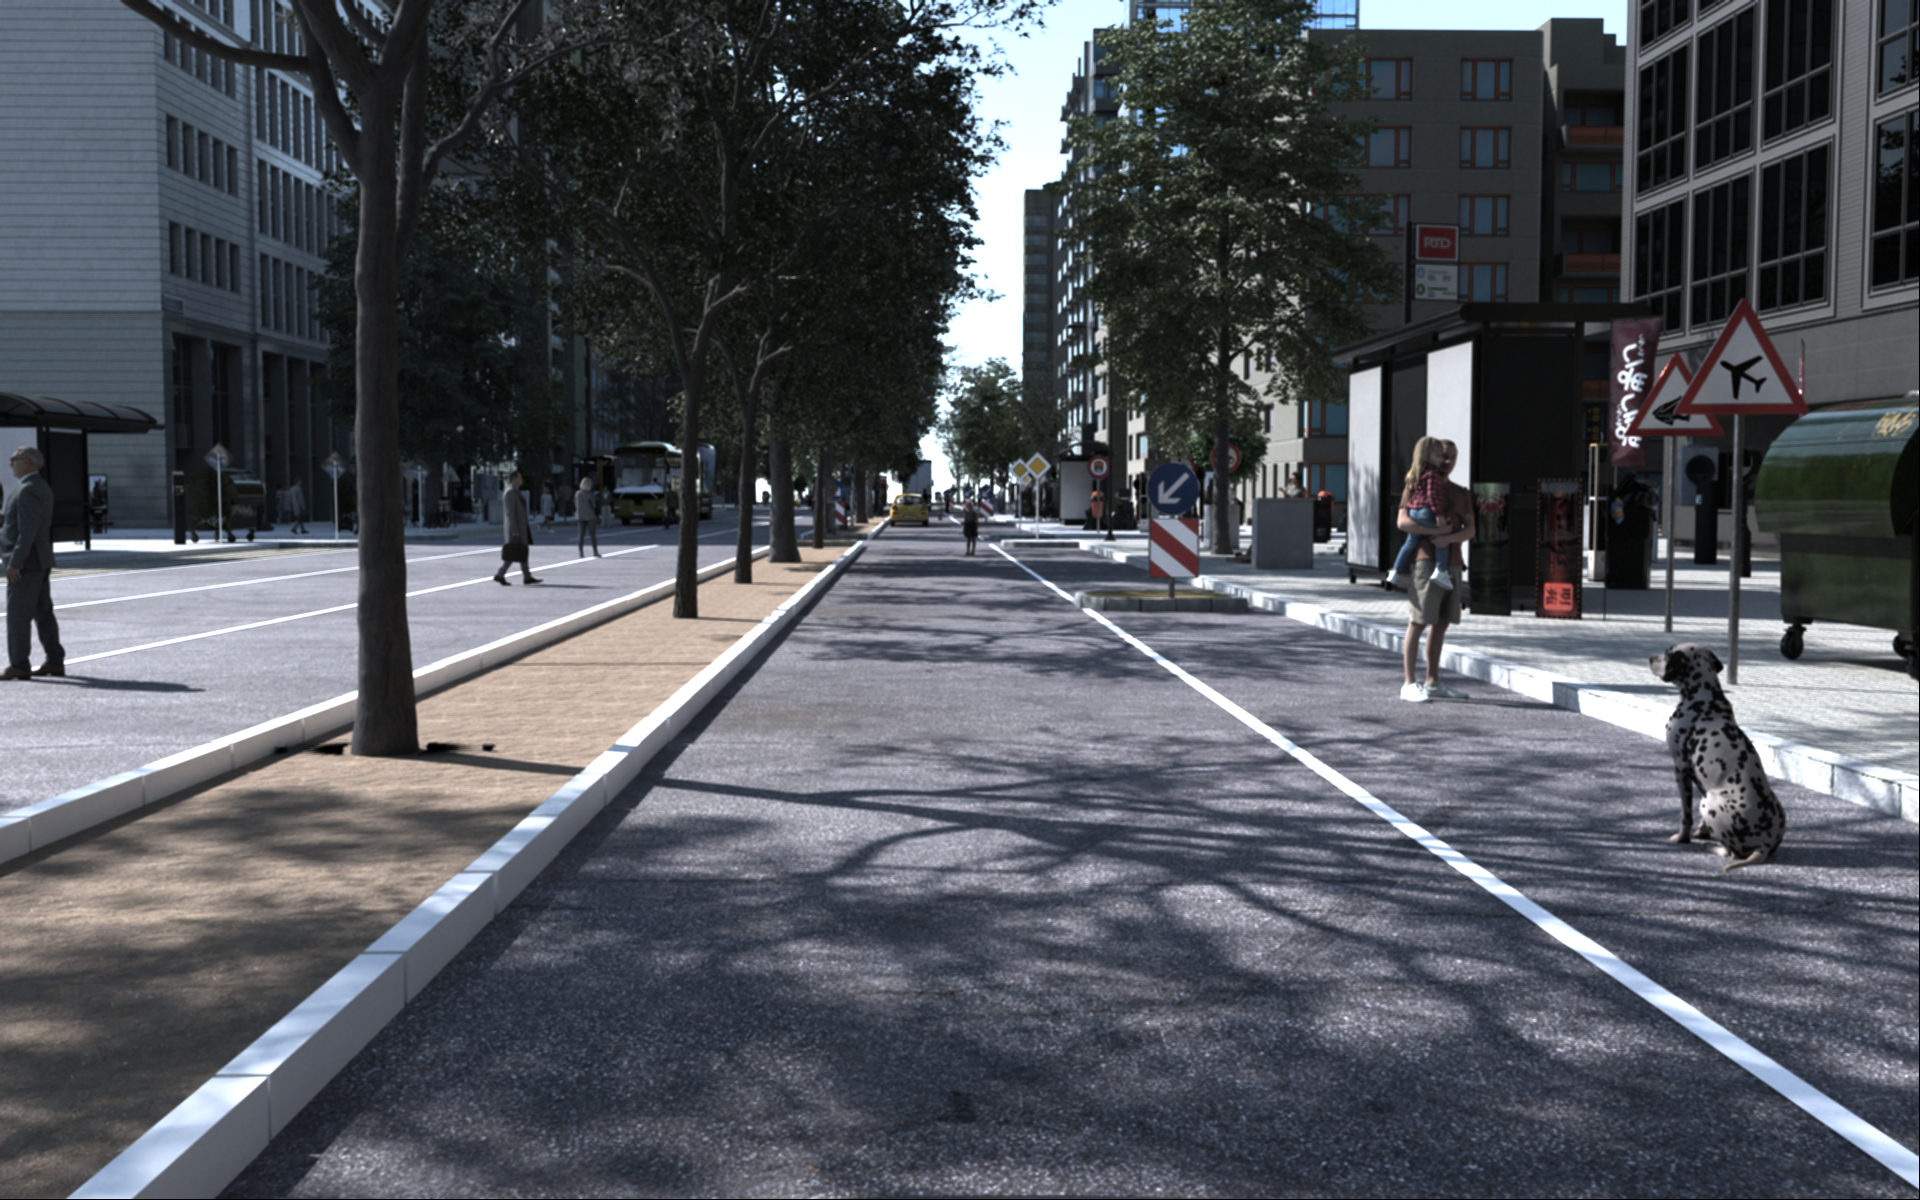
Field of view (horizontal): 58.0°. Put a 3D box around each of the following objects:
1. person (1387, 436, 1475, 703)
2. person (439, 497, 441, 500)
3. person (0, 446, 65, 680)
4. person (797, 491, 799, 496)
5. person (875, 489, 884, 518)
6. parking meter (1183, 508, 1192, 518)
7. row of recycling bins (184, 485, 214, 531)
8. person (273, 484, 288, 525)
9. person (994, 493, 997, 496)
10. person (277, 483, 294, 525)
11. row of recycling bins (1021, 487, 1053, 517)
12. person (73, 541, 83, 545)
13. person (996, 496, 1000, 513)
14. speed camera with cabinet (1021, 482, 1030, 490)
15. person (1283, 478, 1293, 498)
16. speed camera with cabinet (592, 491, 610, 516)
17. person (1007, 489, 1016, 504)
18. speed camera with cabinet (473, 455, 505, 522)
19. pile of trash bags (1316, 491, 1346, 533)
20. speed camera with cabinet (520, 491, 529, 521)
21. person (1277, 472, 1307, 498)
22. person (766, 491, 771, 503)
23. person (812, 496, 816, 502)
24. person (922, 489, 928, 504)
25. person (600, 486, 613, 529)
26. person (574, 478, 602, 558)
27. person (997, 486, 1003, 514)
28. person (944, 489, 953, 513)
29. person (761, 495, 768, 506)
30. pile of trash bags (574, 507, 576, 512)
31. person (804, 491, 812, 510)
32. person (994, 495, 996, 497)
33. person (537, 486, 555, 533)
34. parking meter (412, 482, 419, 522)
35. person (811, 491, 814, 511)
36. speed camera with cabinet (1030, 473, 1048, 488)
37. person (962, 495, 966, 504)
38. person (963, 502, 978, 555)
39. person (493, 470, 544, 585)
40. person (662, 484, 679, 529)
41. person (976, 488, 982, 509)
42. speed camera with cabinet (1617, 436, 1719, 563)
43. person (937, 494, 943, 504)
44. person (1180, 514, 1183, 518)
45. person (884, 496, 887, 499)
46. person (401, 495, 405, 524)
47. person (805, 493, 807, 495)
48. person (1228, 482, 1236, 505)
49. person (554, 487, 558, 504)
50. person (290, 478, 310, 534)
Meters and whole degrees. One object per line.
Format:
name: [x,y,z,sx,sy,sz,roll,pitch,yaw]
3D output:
person: [3.270,-0.217,12.026,0.573,1.828,0.580,1,4,21]
person: [-24.829,-4.311,82.030,0.738,1.151,1.012,0,4,-3]
person: [-7.338,-0.295,13.500,0.590,1.801,0.661,-1,4,-17]
person: [-24.372,-15.490,259.826,0.721,1.766,1.217,-1,4,-9]
person: [-4.812,-5.877,105.007,0.534,1.772,0.576,-2,4,-34]
parking meter: [7.533,-3.151,57.227,0.255,1.863,0.399,1,4,14]
row of recycling bins: [-26.545,-3.320,61.395,1.069,1.692,3.534,0,4,-1]
person: [-28.261,-3.989,72.100,0.643,1.720,0.563,2,4,27]
person: [5.053,-14.985,254.230,0.799,1.438,0.628,-1,4,-10]
person: [-27.707,-3.933,71.105,0.760,1.731,0.466,0,4,2]
row of recycling bins: [4.683,-5.503,97.082,1.069,1.692,3.534,-3,4,-37]
person: [-22.281,-2.255,43.751,0.563,1.720,0.643,0,4,-3]
person: [2.691,-6.574,116.129,0.503,1.515,0.523,1,4,17]
speed camera with cabinet: [4.476,-7.150,111.234,0.660,3.252,2.038,-1,4,-15]
person: [10.827,-3.069,56.425,0.583,1.804,0.606,3,4,37]
speed camera with cabinet: [-20.913,-6.677,103.506,2.038,3.252,0.660,-1,4,-15]
person: [6.391,-12.903,216.642,1.348,1.869,0.705,-3,4,-38]
speed camera with cabinet: [-21.566,-5.225,79.763,0.660,3.252,2.038,1,4,23]
pile of trash bags: [13.444,-2.971,58.336,3.447,1.369,1.912,-2,4,-28]
speed camera with cabinet: [-21.503,-5.367,82.085,2.038,3.252,0.660,0,4,-5]
person: [7.454,-2.002,39.140,0.532,1.782,0.716,-3,5,-42]
person: [-26.240,-14.127,237.576,0.434,1.755,0.990,2,4,33]
person: [-8.002,-5.353,96.221,0.583,1.804,0.606,-3,5,-42]
person: [-2.868,-8.065,139.999,0.705,1.869,1.348,1,4,23]
person: [-14.612,-3.818,71.477,0.519,1.759,0.362,0,4,1]
person: [-8.461,-1.869,39.244,0.537,1.800,0.526,2,4,28]
person: [2.653,-6.493,112.421,0.478,1.798,0.641,1,4,11]
person: [-0.947,-7.685,134.141,0.705,1.826,1.348,-2,4,-30]
person: [-21.054,-10.840,186.665,0.756,1.711,0.436,0,4,8]
pile of trash bags: [-25.890,-6.976,123.813,3.447,1.369,1.912,0,4,-5]
person: [-13.511,-8.961,155.746,1.217,1.736,0.721,1,4,22]
person: [5.964,-17.057,288.104,0.628,1.438,0.799,0,4,3]
person: [-15.328,-3.353,64.079,0.760,1.731,0.466,1,4,15]
parking meter: [-25.433,-4.599,80.902,0.255,1.863,0.399,-1,4,-14]
person: [-12.191,-8.373,145.929,0.750,1.759,0.617,2,4,25]
speed camera with cabinet: [5.057,-6.792,105.388,0.660,3.252,2.038,-1,4,-15]
person: [0.613,-13.629,229.807,0.756,1.711,0.436,2,4,34]
person: [0.253,-1.687,40.750,0.362,1.253,0.373,2,4,24]
person: [-6.981,-1.146,27.334,0.767,1.812,0.694,-1,4,-11]
person: [-11.799,-3.831,71.055,0.836,1.842,0.656,1,4,10]
person: [1.729,-8.443,144.077,0.705,1.826,1.348,-2,4,-35]
speed camera with cabinet: [13.058,-2.330,32.437,2.038,3.252,0.660,0,4,4]
person: [-2.338,-12.494,216.044,1.065,1.426,0.557,1,4,17]
person: [10.114,-4.412,78.284,0.635,1.810,0.391,1,4,19]
person: [-8.877,-11.902,203.118,0.705,1.821,1.348,-1,4,-18]
person: [-23.922,-3.879,74.151,0.332,1.250,0.352,-1,4,-11]
person: [-25.493,-16.975,286.768,0.628,1.438,0.799,-1,4,-18]
person: [11.971,-4.358,77.144,0.661,1.843,0.795,1,4,13]
person: [-30.352,-7.587,130.104,0.388,1.821,0.555,0,4,2]
person: [-21.274,-3.038,55.817,0.694,1.812,0.767,3,5,41]
